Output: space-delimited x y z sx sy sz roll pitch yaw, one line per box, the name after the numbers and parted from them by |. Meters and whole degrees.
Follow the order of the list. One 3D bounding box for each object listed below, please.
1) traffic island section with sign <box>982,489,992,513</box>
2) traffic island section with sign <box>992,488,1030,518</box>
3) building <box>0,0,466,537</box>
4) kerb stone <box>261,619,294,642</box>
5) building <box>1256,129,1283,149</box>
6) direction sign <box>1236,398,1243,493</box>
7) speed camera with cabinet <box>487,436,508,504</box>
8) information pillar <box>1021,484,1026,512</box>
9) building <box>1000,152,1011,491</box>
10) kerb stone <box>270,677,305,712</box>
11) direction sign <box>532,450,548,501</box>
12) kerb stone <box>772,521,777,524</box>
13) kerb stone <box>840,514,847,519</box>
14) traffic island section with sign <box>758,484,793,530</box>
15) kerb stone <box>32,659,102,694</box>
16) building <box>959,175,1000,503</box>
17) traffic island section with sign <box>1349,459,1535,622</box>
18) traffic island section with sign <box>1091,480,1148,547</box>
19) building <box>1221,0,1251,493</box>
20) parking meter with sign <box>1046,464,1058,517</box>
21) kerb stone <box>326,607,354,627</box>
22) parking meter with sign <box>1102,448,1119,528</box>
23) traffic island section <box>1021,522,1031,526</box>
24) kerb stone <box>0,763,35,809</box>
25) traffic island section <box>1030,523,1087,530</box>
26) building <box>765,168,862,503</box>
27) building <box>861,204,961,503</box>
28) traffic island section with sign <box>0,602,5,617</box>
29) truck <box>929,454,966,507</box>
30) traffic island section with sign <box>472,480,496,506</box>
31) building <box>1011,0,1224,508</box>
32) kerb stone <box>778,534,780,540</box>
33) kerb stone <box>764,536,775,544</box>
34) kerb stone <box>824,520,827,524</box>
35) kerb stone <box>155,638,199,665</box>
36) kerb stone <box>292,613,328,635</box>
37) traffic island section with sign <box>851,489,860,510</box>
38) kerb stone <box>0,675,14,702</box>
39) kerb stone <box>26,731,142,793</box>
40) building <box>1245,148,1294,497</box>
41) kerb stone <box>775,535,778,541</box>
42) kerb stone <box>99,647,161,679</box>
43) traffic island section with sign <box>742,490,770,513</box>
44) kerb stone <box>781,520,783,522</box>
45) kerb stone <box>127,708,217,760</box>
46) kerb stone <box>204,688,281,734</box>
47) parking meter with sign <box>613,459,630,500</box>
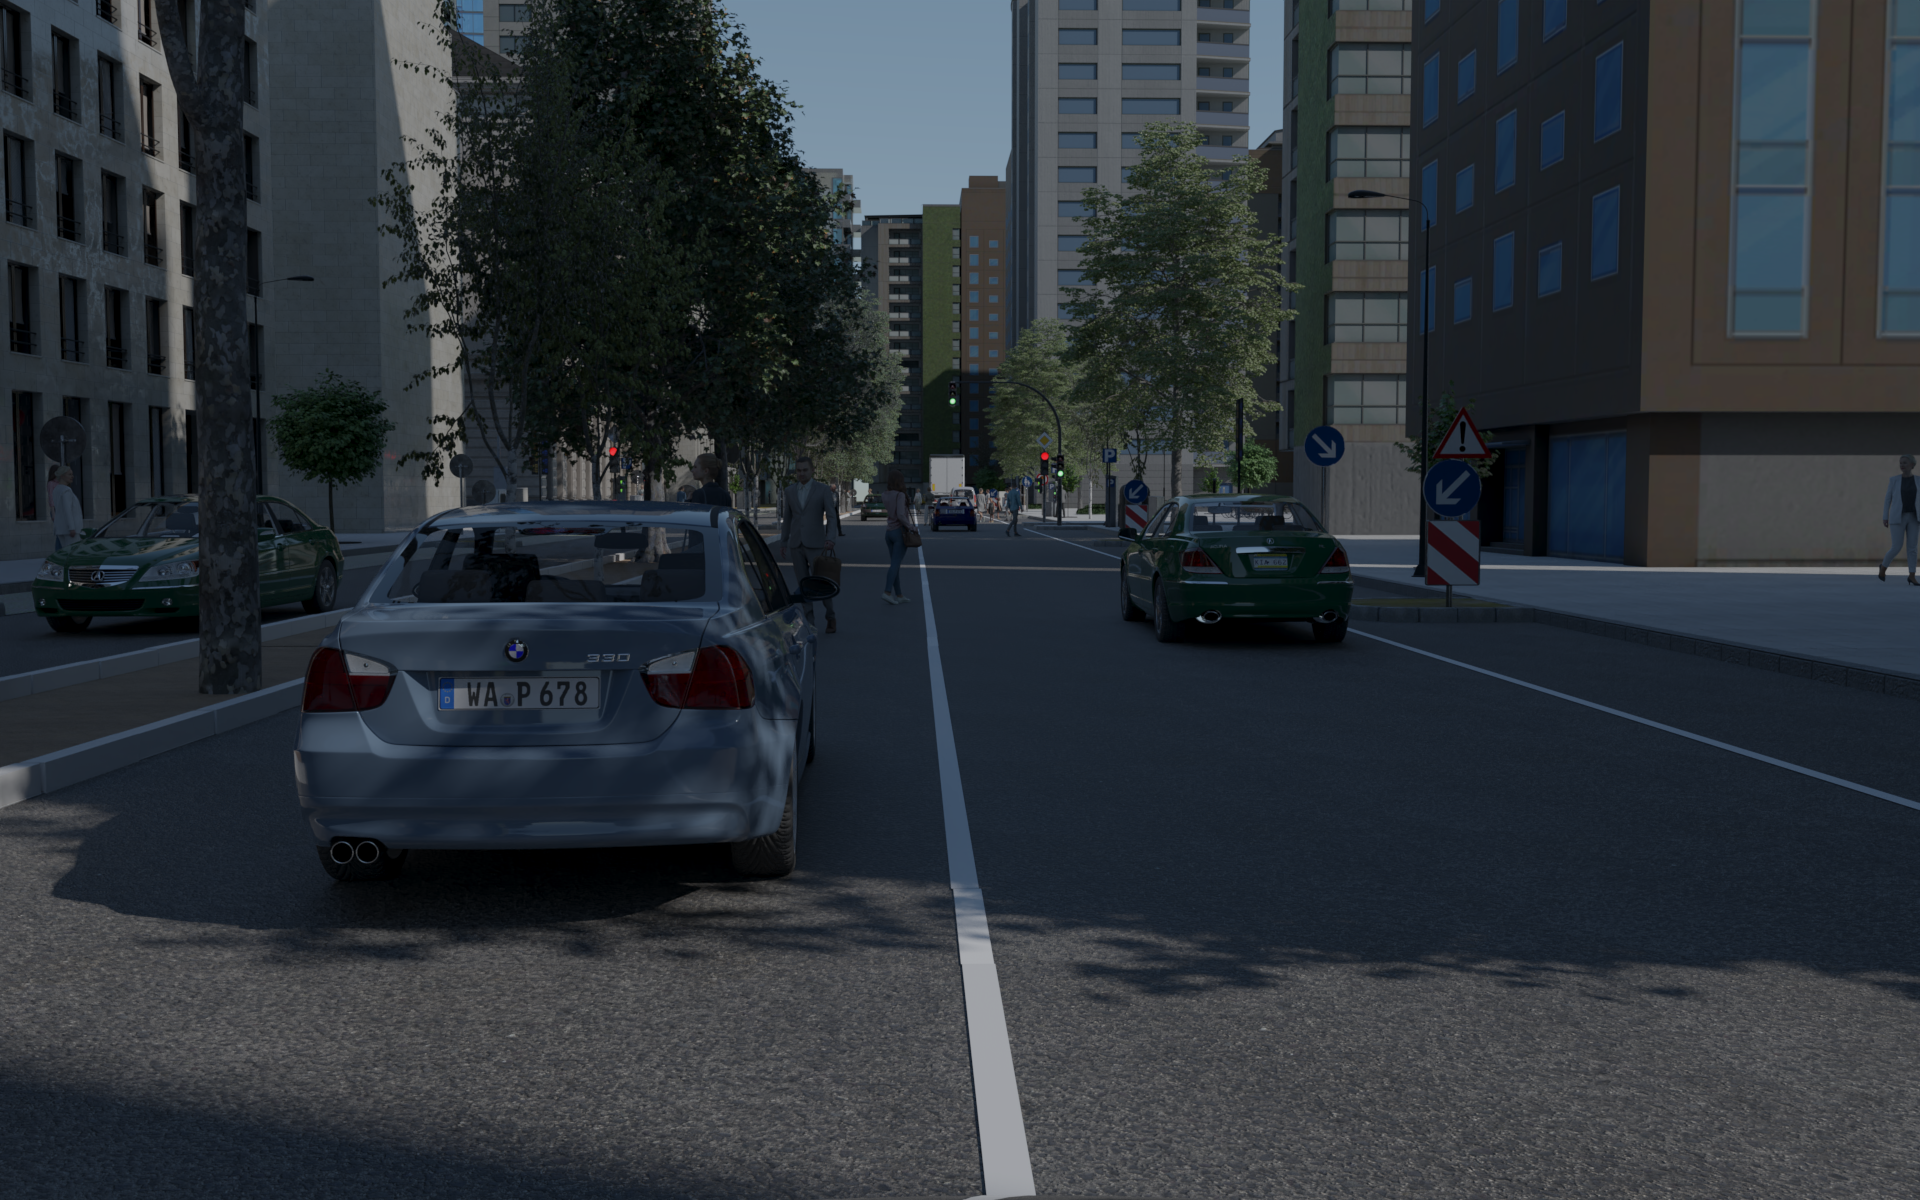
2.382 -7.480 130.930 1.989 1.847 2.006 0 4 -2 | traffic island section with sign
3.129 -5.817 103.737 1.989 1.847 2.006 0 4 -2 | traffic island section with sign
-27.273 -12.597 60.705 16.860 20.320 10.420 0 4 -2 | building
-6.774 0.322 16.923 0.120 0.150 1.000 0 4 -2 | kerb stone
55.958 -40.730 255.172 27.495 52.752 28.713 0 4 -2 | building
6.628 -3.005 41.135 0.379 3.537 0.876 0 4 0 | direction sign
-15.403 -3.886 57.870 0.660 3.252 2.038 0 4 1 | speed camera with cabinet
4.602 -7.436 126.066 0.304 2.012 0.304 2 4 24 | information pillar
12.999 -34.759 218.421 14.600 45.320 14.200 0 4 -2 | building
-4.542 0.637 11.845 0.120 0.150 1.000 0 4 -2 | kerb stone
-16.976 -4.772 70.013 0.379 3.537 0.876 2 4 33 | direction sign
-8.508 -3.532 79.944 0.120 0.150 1.000 0 4 -2 | kerb stone
-7.109 -5.105 105.664 0.120 0.150 1.000 0 4 -2 | kerb stone
-7.184 -3.794 70.163 2.006 1.907 1.989 0 4 -2 | traffic island section with sign
-6.669 0.576 12.821 0.120 0.150 1.000 0 4 -2 | kerb stone
7.131 -36.470 246.389 14.200 45.320 14.600 0 4 -2 | building
5.418 -0.713 20.288 1.989 1.847 2.006 0 4 -2 | traffic island section with sign
4.660 -2.402 47.897 1.989 1.847 2.006 0 4 -2 | traffic island section with sign
16.989 -38.250 167.384 21.231 58.520 28.212 0 4 -2 | building
5.246 -6.227 98.075 0.543 3.016 1.738 1 4 16 | parking meter with sign
-6.837 0.202 18.967 0.120 0.150 1.000 0 4 -2 | kerb stone
5.898 -4.326 66.984 0.543 3.016 1.738 1 4 13 | parking meter with sign
3.827 -3.421 78.213 2.009 0.180 2.903 0 4 -2 | traffic island section
-4.428 0.883 7.754 0.120 0.150 1.000 0 4 -2 | kerb stone
4.045 -2.933 70.231 2.009 0.180 2.903 0 4 -2 | traffic island section
-29.425 -38.615 250.960 30.456 49.044 23.786 0 4 -2 | building
-7.006 -34.404 246.093 14.086 41.232 14.154 0 4 -2 | building
-12.196 -0.684 19.816 1.989 1.847 2.006 0 4 -2 | traffic island section with sign
-0.950 -8.510 128.052 2.839 4.237 11.283 0 4 0 | truck
-12.928 -2.332 46.762 1.989 1.847 2.006 0 4 -2 | traffic island section with sign
16.280 -40.010 196.155 21.231 58.520 28.212 0 4 -2 | building
-5.669 -1.875 52.854 0.120 0.150 1.000 0 4 -2 | kerb stone
-5.609 -1.750 50.810 0.120 0.150 1.000 0 4 -2 | kerb stone
-6.578 -3.908 86.160 0.120 0.150 1.000 0 4 -2 | kerb stone
-6.722 0.448 14.871 0.120 0.150 1.000 0 4 -2 | kerb stone
-6.808 0.260 17.945 0.120 0.150 1.000 0 4 -2 | kerb stone
-9.447 -8.840 152.678 2.006 1.907 1.989 0 4 -2 | traffic island section with sign
-6.638 0.636 11.790 0.120 0.150 1.000 0 4 -2 | kerb stone
-4.447 0.821 8.780 0.120 0.150 1.000 0 4 -2 | kerb stone
36.060 -34.856 220.008 14.200 45.320 14.600 0 4 -2 | building
-5.632 -1.812 51.831 0.120 0.150 1.000 0 4 -2 | kerb stone
-6.688 0.515 13.844 0.120 0.150 1.000 0 4 -2 | kerb stone
-15.201 -7.386 129.385 1.989 1.847 2.006 0 4 -2 | traffic island section with sign
-8.594 -3.718 83.020 0.120 0.150 1.000 0 4 -2 | kerb stone
-4.484 0.763 9.802 0.120 0.150 1.000 0 4 -2 | kerb stone
-4.505 0.698 10.824 0.120 0.150 1.000 0 4 -2 | kerb stone
-16.428 -5.345 83.648 0.543 3.016 1.738 -2 4 -34 | parking meter with sign
